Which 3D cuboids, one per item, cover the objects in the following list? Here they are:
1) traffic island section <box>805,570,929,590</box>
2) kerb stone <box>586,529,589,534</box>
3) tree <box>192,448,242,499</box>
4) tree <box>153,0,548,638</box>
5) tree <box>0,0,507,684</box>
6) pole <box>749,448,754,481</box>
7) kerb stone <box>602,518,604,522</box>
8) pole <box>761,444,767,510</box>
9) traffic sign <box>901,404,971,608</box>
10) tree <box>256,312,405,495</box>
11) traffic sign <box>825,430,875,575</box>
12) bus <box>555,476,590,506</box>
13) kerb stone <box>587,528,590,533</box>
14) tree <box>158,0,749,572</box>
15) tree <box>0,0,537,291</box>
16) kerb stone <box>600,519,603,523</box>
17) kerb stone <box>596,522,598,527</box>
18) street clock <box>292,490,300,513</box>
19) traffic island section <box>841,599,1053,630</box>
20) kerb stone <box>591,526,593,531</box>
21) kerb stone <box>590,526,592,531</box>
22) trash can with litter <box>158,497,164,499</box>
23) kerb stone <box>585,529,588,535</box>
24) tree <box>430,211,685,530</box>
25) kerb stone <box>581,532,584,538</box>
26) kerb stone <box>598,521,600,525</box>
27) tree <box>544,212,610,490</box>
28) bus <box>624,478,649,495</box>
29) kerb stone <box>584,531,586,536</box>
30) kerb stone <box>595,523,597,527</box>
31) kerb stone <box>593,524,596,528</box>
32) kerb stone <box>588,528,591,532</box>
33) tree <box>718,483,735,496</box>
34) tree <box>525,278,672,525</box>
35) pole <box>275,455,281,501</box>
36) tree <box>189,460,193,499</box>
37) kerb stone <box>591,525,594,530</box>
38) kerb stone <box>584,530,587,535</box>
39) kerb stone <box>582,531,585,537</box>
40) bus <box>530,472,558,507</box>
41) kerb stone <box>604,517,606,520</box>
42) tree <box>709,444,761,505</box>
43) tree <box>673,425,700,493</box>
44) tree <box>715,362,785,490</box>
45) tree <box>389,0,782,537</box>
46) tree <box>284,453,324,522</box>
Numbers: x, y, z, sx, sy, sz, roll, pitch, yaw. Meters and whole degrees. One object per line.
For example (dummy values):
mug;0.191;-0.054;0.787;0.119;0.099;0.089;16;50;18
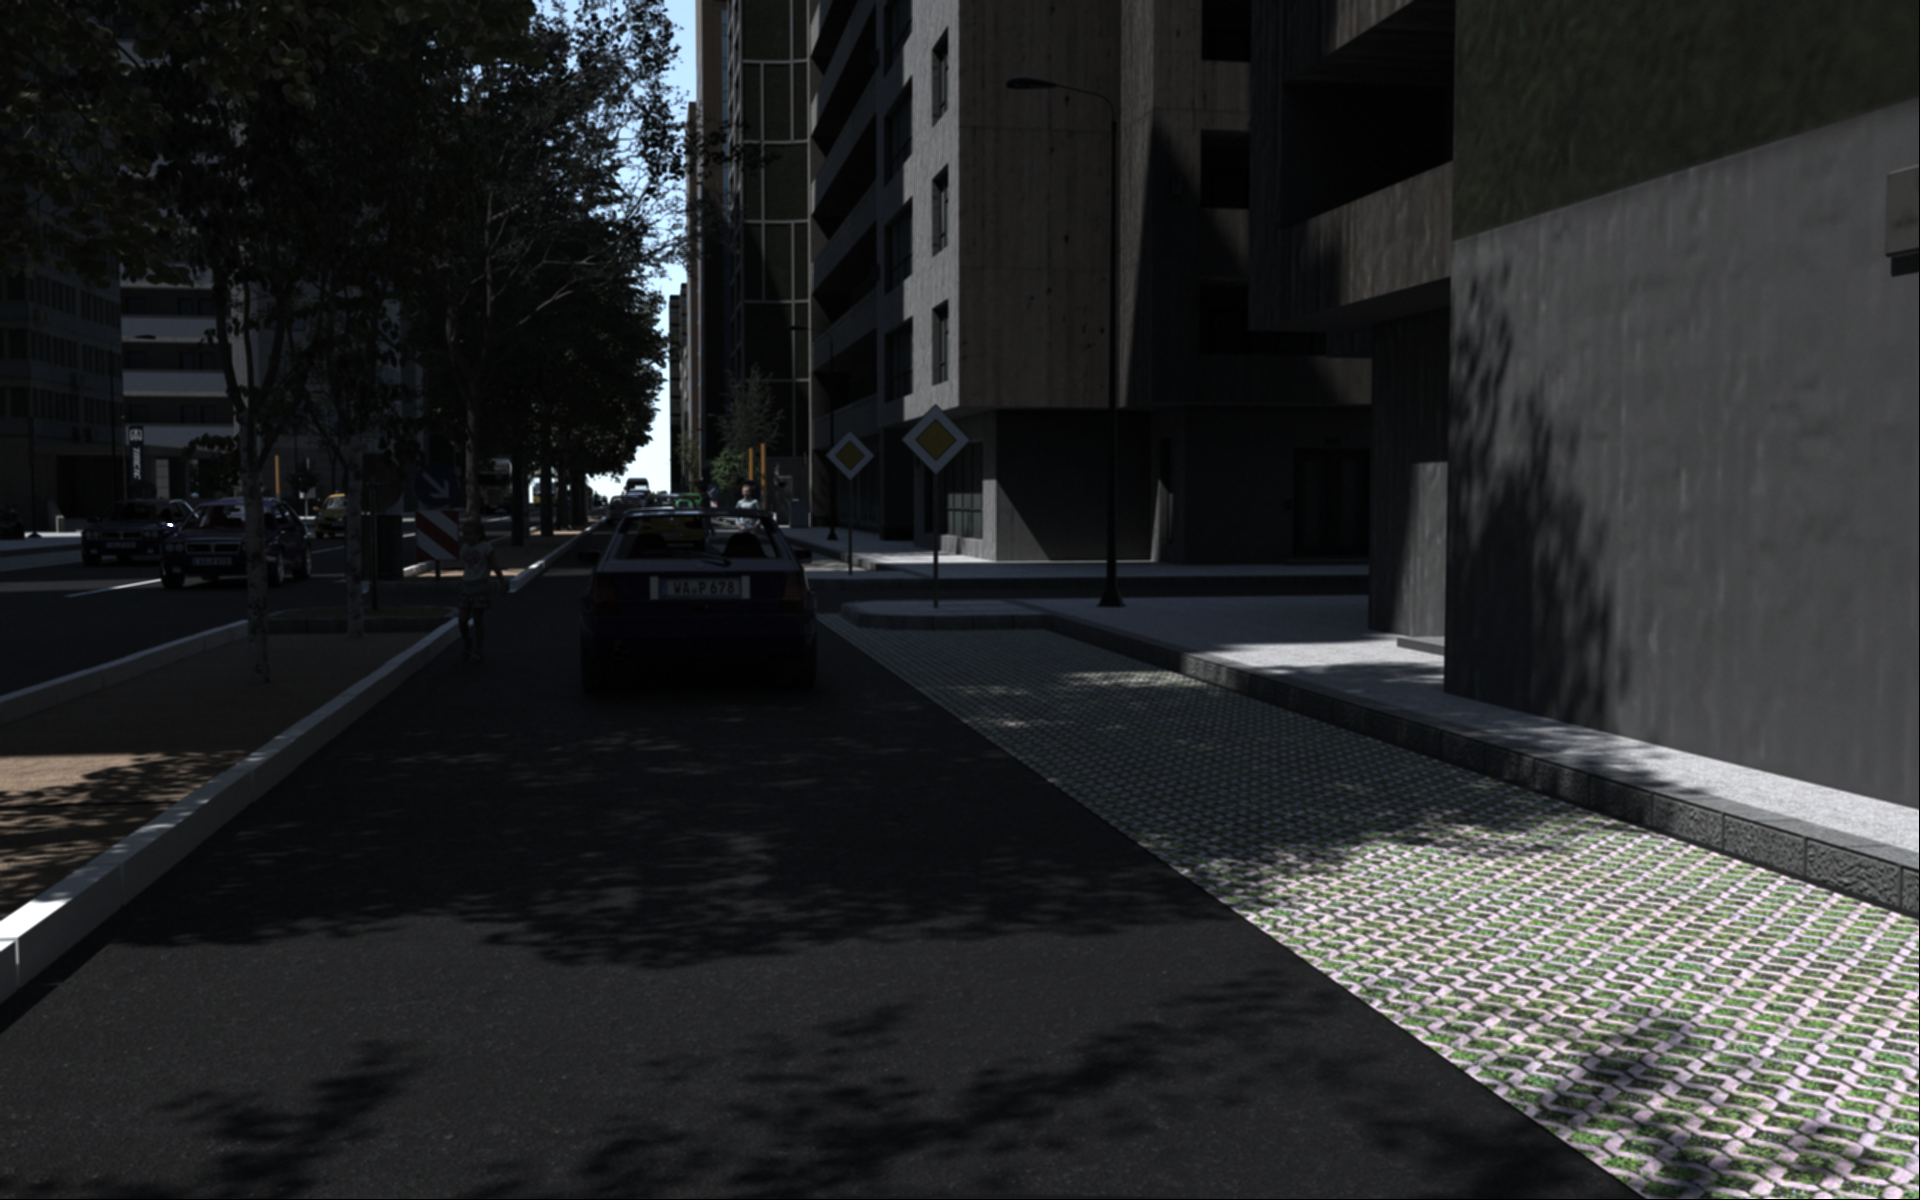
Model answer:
traffic island section;-1.713;-0.313;27.404;2.009;0.180;2.903;-1;4;-10
kerb stone;-12.902;-2.278;59.450;0.120;0.150;1.000;-1;4;-10
tree;-28.020;-4.361;65.908;1.663;3.219;1.824;0;3;0
tree;-6.071;-3.934;17.135;4.737;8.622;4.395;0;3;0
tree;-5.227;-3.655;12.572;4.360;8.622;3.978;0;3;0
pole;-9.259;-5.084;76.964;0.158;3.312;0.155;0;3;0
kerb stone;-17.393;-3.757;83.629;0.120;0.150;1.000;-1;4;-10
pole;-7.933;-4.659;70.018;0.158;3.312;0.155;0;3;0
traffic sign;-0.276;-0.968;19.471;0.795;2.450;0.064;-1;4;-10
tree;-31.858;-9.348;87.252;8.767;10.594;7.601;0;4;5
traffic sign;-1.735;-1.448;27.322;0.795;2.450;0.064;-1;4;-10
bus;-37.426;-10.585;167.919;2.948;3.499;13.247;-1;4;-10
kerb stone;-13.084;-2.341;60.463;0.120;0.150;1.000;-1;4;-10
tree;-9.134;-7.297;32.129;12.009;13.543;11.850;0;3;0
tree;-4.166;-5.225;6.010;7.486;12.596;7.792;0;3;0
kerb stone;-16.827;-3.573;80.607;0.120;0.150;1.000;-1;4;-10
kerb stone;-15.331;-3.080;72.559;0.120;0.150;1.000;-1;4;-10
street clock;-31.633;-4.769;82.536;0.471;2.002;0.358;-2;4;-34
traffic island section;-0.254;0.167;19.553;2.009;0.180;2.903;-1;4;-10
kerb stone;-13.832;-2.587;64.496;0.120;0.150;1.000;-1;4;-10
kerb stone;-13.650;-2.520;63.490;0.120;0.150;1.000;-1;4;-10
trash can with litter;-37.720;-4.355;82.589;1.055;1.170;0.624;-2;4;-34
kerb stone;-12.711;-2.216;58.431;0.120;0.150;1.000;-1;4;-10
tree;-15.676;-9.086;68.021;9.611;12.733;9.660;0;3;0
kerb stone;-11.968;-1.970;54.405;0.120;0.150;1.000;-1;4;-10
kerb stone;-15.908;-3.263;75.579;0.120;0.150;1.000;-1;4;-10
tree;-10.188;-5.362;40.493;4.360;8.622;3.978;0;3;0
bus;-38.045;-12.784;203.873;2.948;3.499;13.247;-1;4;-11
kerb stone;-12.333;-2.091;56.422;0.120;0.150;1.000;-1;4;-10
kerb stone;-14.959;-2.957;70.538;0.120;0.150;1.000;-1;4;-10
kerb stone;-14.590;-2.833;68.517;0.120;0.150;1.000;-1;4;-10
kerb stone;-13.280;-2.395;61.473;0.120;0.150;1.000;-1;4;-10
tree;-15.232;-7.242;113.014;1.663;3.219;1.824;0;3;0
tree;-17.427;-10.350;78.327;9.857;13.997;8.962;0;3;0
pole;-35.942;-5.960;91.290;0.158;3.312;0.155;0;3;0
tree;-37.775;-5.552;85.383;1.663;3.219;1.824;0;3;0
kerb stone;-14.023;-2.647;65.500;0.120;0.150;1.000;-1;4;-10
kerb stone;-12.524;-2.154;57.426;0.120;0.150;1.000;-1;4;-10
kerb stone;-12.149;-2.028;55.413;0.120;0.150;1.000;-1;4;-10
bus;-45.558;-12.222;191.375;2.896;3.916;12.252;-1;4;-10
kerb stone;-18.141;-4.004;87.663;0.120;0.150;1.000;-1;4;-10
tree;-13.920;-7.622;108.339;4.285;4.588;4.351;0;3;0
tree;-28.357;-14.273;183.723;4.737;8.622;4.395;0;3;0
tree;-11.961;-8.988;97.309;4.360;8.622;3.978;0;3;0
tree;-12.526;-12.148;56.961;12.611;20.169;13.585;0;3;0
tree;-30.822;-5.289;81.070;1.663;3.219;1.824;0;3;0
